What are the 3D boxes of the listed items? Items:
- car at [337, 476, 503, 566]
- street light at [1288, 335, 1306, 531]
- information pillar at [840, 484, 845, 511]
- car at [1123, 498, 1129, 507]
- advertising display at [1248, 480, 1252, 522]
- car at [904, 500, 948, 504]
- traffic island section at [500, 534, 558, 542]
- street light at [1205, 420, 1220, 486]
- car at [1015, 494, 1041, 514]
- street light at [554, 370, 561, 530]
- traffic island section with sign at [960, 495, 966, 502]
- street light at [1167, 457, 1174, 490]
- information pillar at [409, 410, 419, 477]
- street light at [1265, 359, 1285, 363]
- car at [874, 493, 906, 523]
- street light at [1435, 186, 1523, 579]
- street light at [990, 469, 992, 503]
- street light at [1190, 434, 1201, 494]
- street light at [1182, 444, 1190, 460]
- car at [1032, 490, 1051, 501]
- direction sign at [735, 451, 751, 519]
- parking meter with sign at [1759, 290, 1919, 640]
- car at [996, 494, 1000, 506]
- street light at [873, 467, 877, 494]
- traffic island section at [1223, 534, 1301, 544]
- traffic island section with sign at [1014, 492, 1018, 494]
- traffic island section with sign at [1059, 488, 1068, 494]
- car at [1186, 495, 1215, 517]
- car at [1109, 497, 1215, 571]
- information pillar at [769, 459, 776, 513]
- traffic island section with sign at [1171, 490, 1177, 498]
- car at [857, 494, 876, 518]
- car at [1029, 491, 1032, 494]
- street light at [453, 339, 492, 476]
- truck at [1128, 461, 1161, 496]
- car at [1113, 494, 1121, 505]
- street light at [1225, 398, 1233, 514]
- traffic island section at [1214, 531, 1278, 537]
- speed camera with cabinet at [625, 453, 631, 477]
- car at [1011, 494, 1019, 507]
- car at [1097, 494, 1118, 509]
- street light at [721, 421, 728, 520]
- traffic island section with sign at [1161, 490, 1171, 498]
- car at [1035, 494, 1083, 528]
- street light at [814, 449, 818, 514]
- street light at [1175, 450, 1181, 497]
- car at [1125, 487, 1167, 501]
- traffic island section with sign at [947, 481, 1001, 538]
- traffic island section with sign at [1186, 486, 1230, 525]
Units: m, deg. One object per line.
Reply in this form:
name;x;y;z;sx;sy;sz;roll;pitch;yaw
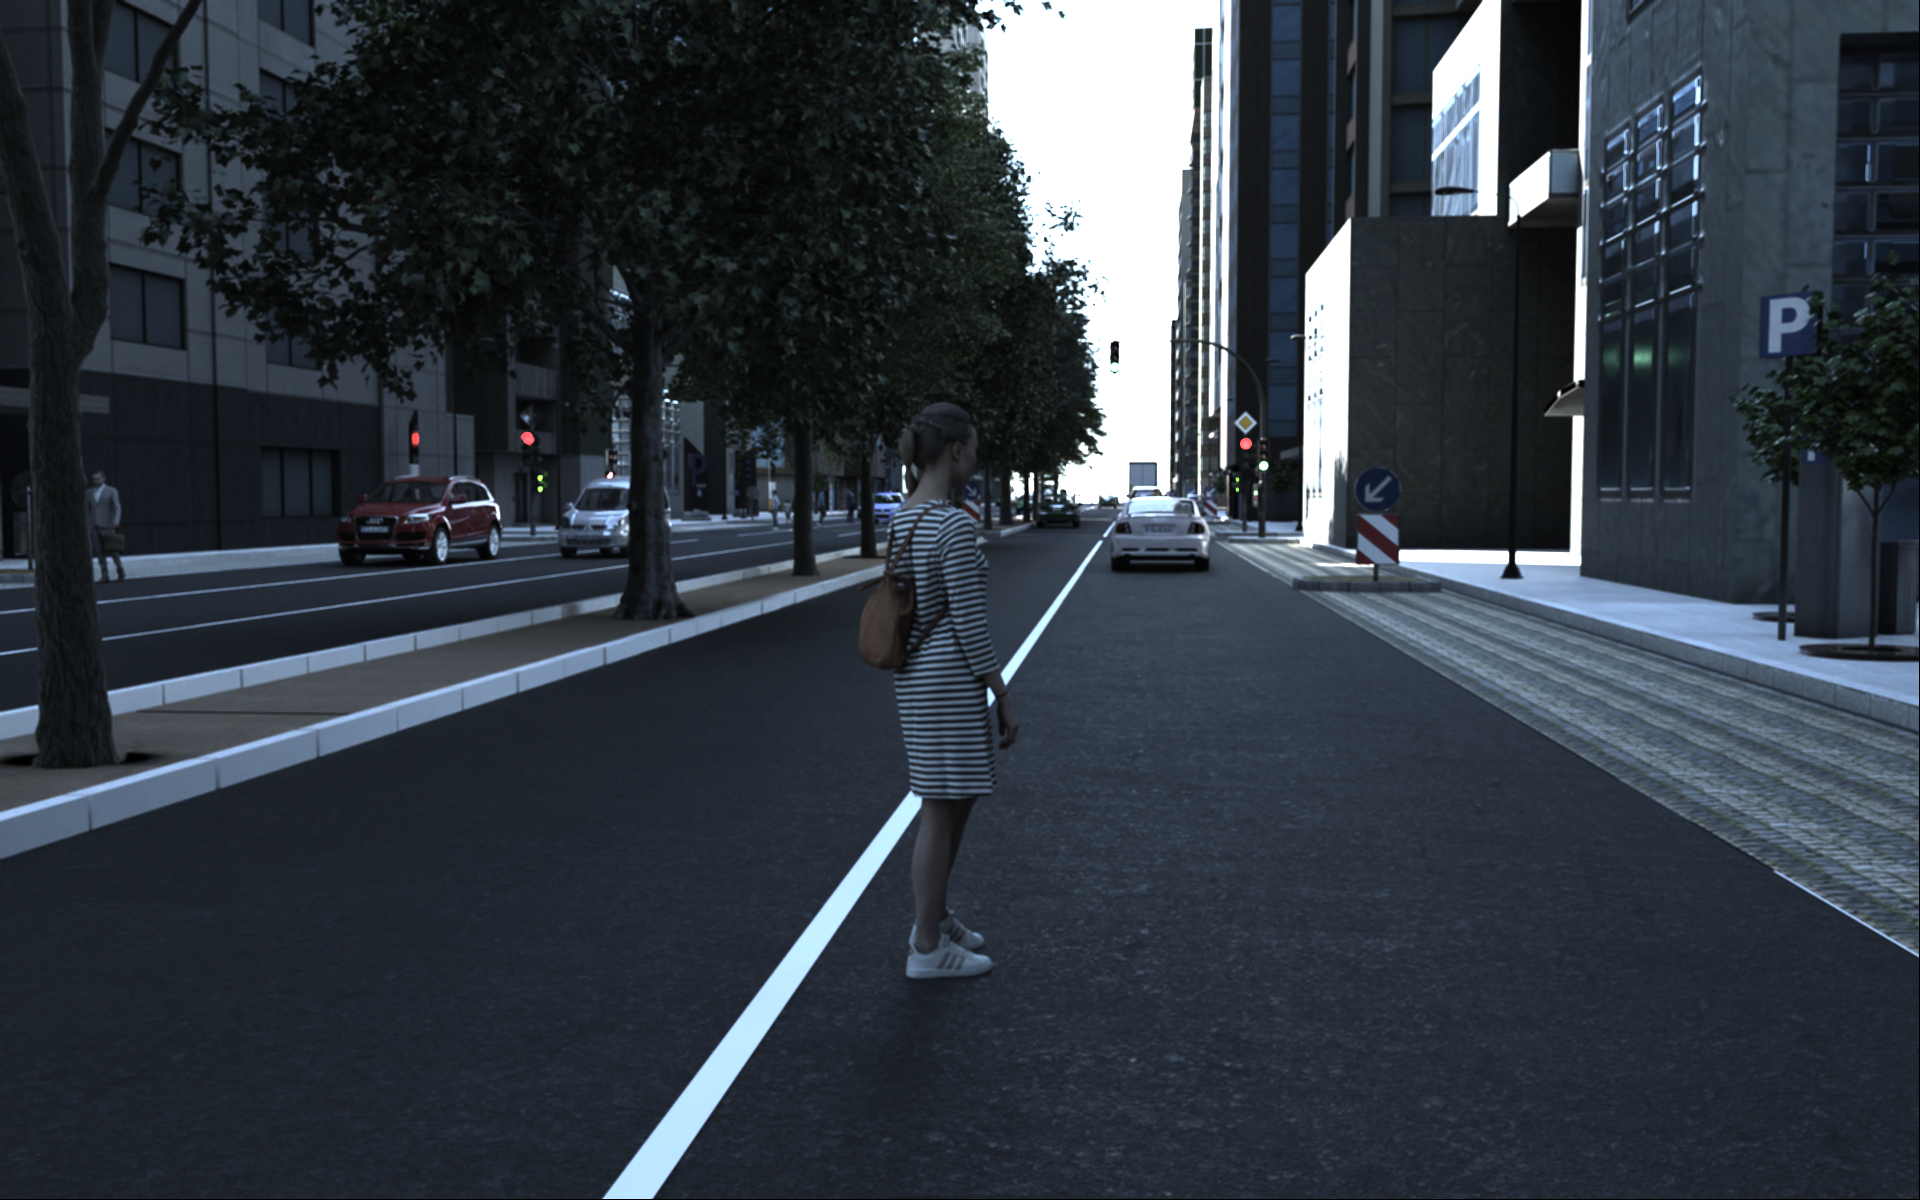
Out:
car;-11.289;-1.701;36.479;2.281;1.827;5.304;0;4;4
street light;10.371;-4.780;50.702;1.470;5.913;1.316;0;4;6
information pillar;-8.891;-7.741;131.057;0.304;2.012;0.304;-2;4;-33
car;11.292;-5.912;109.022;2.083;1.381;4.827;0;4;7
advertising display;13.335;-4.555;79.681;0.123;1.923;0.974;0;4;6
car;-1.372;-4.047;74.962;1.959;1.807;4.718;0;4;6
traffic island section;-13.132;-1.891;53.197;2.009;0.180;2.903;0;4;6
street light;16.298;-8.335;108.811;1.470;5.913;1.316;0;4;6
car;5.054;-7.254;127.393;1.959;1.807;4.718;0;4;4
street light;-13.758;-5.444;61.548;1.470;5.913;1.316;0;4;6
traffic island section with sign;0.374;-10.903;186.894;1.989;1.847;2.006;0;4;6
street light;27.202;-15.016;218.057;1.470;5.913;1.316;0;4;6
information pillar;-15.129;-3.467;48.043;0.183;3.616;0.504;0;4;3
street light;11.189;-5.331;59.700;1.470;5.913;1.316;0;4;6
car;-3.583;-4.641;85.464;1.945;1.707;3.694;0;4;5
street light;7.863;-3.285;26.253;1.470;5.913;1.316;0;4;6
street light;4.870;-16.662;244.958;1.470;5.913;1.316;0;4;6
street light;18.664;-9.831;133.274;1.470;5.913;1.316;0;4;6
street light;21.318;-11.410;159.090;1.470;5.913;1.316;0;4;6
car;7.086;-8.736;151.504;2.281;1.827;5.304;0;4;6
direction sign;-11.356;-6.036;90.679;0.876;3.537;0.379;-2;4;-28
parking meter with sign;7.932;-1.179;15.536;1.738;3.016;0.543;-2;4;-30
car;5.261;-11.997;204.950;1.959;1.807;4.718;0;4;8
street light;-6.125;-10.082;137.384;1.470;5.913;1.316;0;4;6
traffic island section;8.897;-1.755;50.976;2.009;0.180;2.903;0;4;6
traffic island section with sign;8.712;-15.965;269.648;1.989;1.847;2.006;0;4;6
traffic island section with sign;7.978;-7.715;134.273;2.006;1.907;1.989;0;4;6
car;13.733;-5.380;99.963;2.014;1.417;4.499;0;4;4
car;3.944;-1.319;33.927;2.083;1.381;4.827;0;4;7
information pillar;-12.708;-7.701;117.262;0.504;3.616;0.183;-3;5;-40
traffic island section with sign;14.387;-6.112;108.558;1.989;1.847;2.006;0;4;6
car;-4.924;-5.588;103.157;2.131;1.459;4.920;0;4;7
car;10.274;-14.880;251.968;2.281;1.827;5.304;0;4;8
street light;-14.610;-4.855;51.917;1.470;5.913;1.316;0;4;6
truck;16.216;-10.024;152.800;2.839;4.237;11.283;0;4;7
car;21.165;-13.904;239.328;2.014;1.417;4.499;0;4;6
street light;13.629;-6.827;84.155;1.470;5.913;1.316;0;4;6
traffic island section;9.699;-2.241;58.921;2.009;0.180;2.903;0;4;6
speed camera with cabinet;-15.866;-5.395;82.547;0.660;3.252;2.038;1;4;17
car;5.212;-10.016;173.987;2.015;1.641;3.980;0;4;7
car;14.434;-9.655;169.652;2.131;1.459;4.920;0;4;5
street light;-11.235;-6.961;86.354;1.470;5.913;1.316;0;4;6
traffic island section with sign;22.137;-10.807;185.325;1.989;1.847;2.006;0;4;6
car;4.263;-3.863;74.958;2.131;1.459;4.920;0;4;5
street light;-8.718;-8.473;111.081;1.470;5.913;1.316;0;4;6
street light;23.830;-12.951;184.286;1.470;5.913;1.316;0;4;6
car;10.083;-5.200;93.692;2.281;1.827;5.304;0;4;5
traffic island section with sign;0.441;-3.142;59.512;2.006;1.907;1.989;0;4;6
traffic island section with sign;11.675;-4.472;81.739;1.989;1.847;2.006;0;4;6
